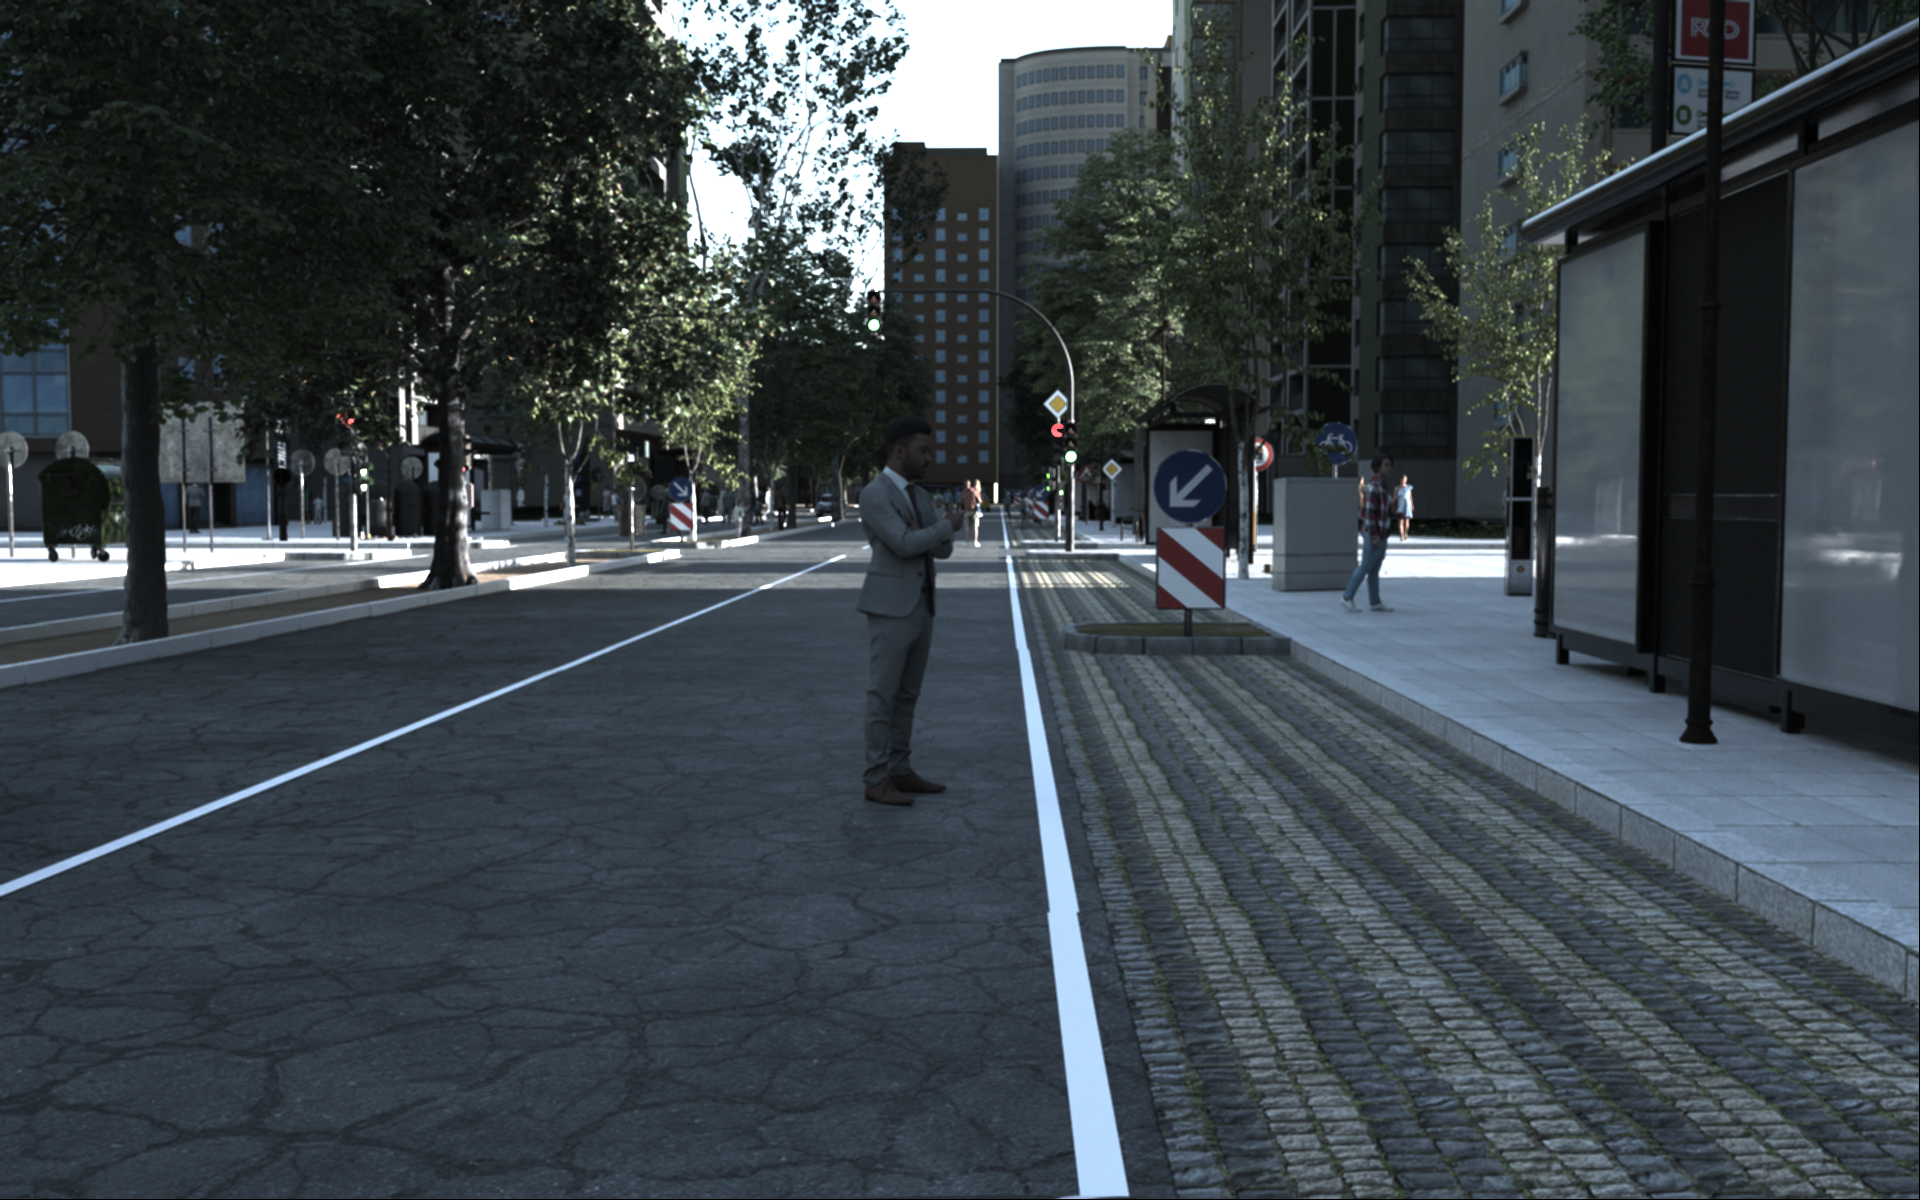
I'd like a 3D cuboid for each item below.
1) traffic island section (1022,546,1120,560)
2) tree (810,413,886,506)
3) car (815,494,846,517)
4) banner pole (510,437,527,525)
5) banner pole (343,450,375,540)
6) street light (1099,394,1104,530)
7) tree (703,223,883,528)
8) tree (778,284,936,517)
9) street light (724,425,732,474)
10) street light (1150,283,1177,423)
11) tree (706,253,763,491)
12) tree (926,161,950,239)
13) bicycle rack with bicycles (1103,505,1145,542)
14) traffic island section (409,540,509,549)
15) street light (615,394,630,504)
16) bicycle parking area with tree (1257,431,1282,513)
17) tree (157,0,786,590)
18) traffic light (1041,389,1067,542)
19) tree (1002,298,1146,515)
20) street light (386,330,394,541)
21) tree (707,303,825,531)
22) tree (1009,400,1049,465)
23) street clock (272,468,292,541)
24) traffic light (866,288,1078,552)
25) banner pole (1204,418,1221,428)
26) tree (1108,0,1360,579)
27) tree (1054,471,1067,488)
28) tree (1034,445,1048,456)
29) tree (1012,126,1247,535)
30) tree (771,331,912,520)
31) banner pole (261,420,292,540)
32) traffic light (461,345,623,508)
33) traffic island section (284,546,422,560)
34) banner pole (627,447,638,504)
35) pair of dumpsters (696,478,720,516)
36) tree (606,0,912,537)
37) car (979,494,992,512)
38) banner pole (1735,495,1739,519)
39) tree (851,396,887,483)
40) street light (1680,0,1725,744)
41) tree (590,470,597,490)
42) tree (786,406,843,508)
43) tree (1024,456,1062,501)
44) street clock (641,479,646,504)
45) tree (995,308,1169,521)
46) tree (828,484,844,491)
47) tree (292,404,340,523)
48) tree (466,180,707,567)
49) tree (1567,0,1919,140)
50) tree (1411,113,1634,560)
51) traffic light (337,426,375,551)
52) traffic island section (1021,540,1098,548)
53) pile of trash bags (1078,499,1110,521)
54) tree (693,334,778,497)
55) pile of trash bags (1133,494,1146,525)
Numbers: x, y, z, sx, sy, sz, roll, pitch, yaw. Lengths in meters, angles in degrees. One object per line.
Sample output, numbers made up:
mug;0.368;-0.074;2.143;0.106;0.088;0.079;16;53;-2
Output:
traffic island section;2.464;-1.002;38.670;2.009;0.180;2.903;0;4;1
tree;-12.590;-16.661;189.417;9.611;12.733;9.660;0;3;0
car;-8.279;-6.078;111.384;2.014;1.417;4.499;0;4;-1
banner pole;-18.250;-4.970;71.284;0.863;3.779;0.401;0;4;5
banner pole;-16.792;-3.564;48.292;0.863;3.779;0.401;-2;4;-31
street light;4.993;-5.393;60.958;0.468;5.910;1.993;0;4;1
tree;-7.147;-9.289;72.460;7.486;12.596;7.792;0;3;0
tree;-5.838;-12.014;105.539;9.857;13.997;8.962;0;3;0
street light;-14.177;-8.151;106.052;0.468;5.910;1.993;0;4;1
street light;4.471;-3.997;38.146;0.468;5.910;1.993;0;4;1
tree;-7.395;-5.808;47.775;4.737;8.622;4.395;0;3;0
tree;-7.202;-13.783;83.697;12.611;20.169;13.585;0;3;0
bicycle rack with bicycles;5.551;-2.059;47.046;2.852;0.926;2.925;0;4;-7
traffic island section;-13.493;-1.513;47.021;2.009;0.180;2.903;0;4;1
street light;-14.862;-6.355;76.692;0.468;5.910;1.993;0;4;1
bicycle parking area with tree;14.543;-5.804;81.902;9.016;4.147;8.231;1;4;18
tree;-7.666;-6.509;25.895;9.611;12.733;9.660;0;3;0
traffic light;2.605;-3.524;46.540;0.839;4.253;0.868;0;4;1
tree;6.991;-12.173;105.682;9.857;13.997;8.962;0;3;0
street light;-15.621;-4.559;47.334;0.468;5.910;1.993;0;4;1
tree;-7.214;-6.931;66.145;4.360;8.622;3.978;0;3;0
tree;8.112;-14.079;155.948;9.928;11.665;9.643;0;3;0
street clock;-18.534;-2.619;47.388;0.471;2.002;0.358;-2;4;-26
traffic light;0.331;-3.902;38.463;4.771;5.953;1.251;0;4;1
banner pole;7.157;-3.596;48.805;0.863;3.779;0.401;-3;4;-37
tree;4.261;-4.610;25.736;4.737;8.622;4.395;0;3;0
tree;7.476;-7.973;124.960;1.663;3.219;1.824;0;3;0
tree;6.034;-7.124;66.835;4.737;8.622;4.395;0;3;0
tree;5.231;-8.331;54.338;7.486;12.596;7.792;0;3;0
tree;-6.429;-9.620;94.161;8.767;10.594;7.601;0;4;1
banner pole;-19.184;-3.583;48.601;0.863;3.779;0.401;-1;4;-19
traffic light;-11.360;-4.416;46.874;4.771;5.953;1.251;0;4;1
traffic island section;-13.673;-1.025;39.038;2.009;0.180;2.903;0;4;1
banner pole;-17.414;-6.265;92.456;0.401;3.779;0.863;3;5;44
pair of dumpsters;-15.246;-6.098;102.199;1.574;2.255;4.437;0;4;1
tree;-8.285;-12.165;57.246;12.611;20.169;13.585;0;3;0
car;1.586;-8.072;142.198;2.015;1.641;3.980;0;4;3
banner pole;20.857;-3.460;46.594;0.401;3.779;0.863;0;4;7
tree;-5.859;-9.885;114.431;4.737;8.622;4.395;0;3;0
street light;3.822;-2.202;8.786;0.468;5.910;1.993;0;4;1
tree;-26.284;-7.721;120.832;1.663;3.219;1.824;0;3;0
tree;-13.890;-14.657;165.403;9.928;11.665;9.643;0;3;0
tree;6.570;-9.135;133.063;4.285;4.588;4.351;0;3;0
street clock;-15.268;-4.809;83.197;0.358;2.002;0.471;-2;4;-31
tree;5.914;-9.005;81.636;8.767;10.594;7.601;0;4;1
tree;-13.118;-11.386;180.768;1.663;3.219;1.824;0;3;0
tree;-28.722;-7.779;77.553;4.360;8.622;3.978;0;3;0
tree;-7.544;-4.921;33.279;4.737;8.622;4.395;0;3;0
tree;11.499;-5.876;21.834;9.928;11.665;9.643;0;3;0
tree;11.073;-5.100;33.752;4.737;8.622;4.395;0;3;0
traffic light;-13.633;-3.057;38.903;0.839;4.253;0.868;0;4;1
traffic island section;2.644;-1.491;46.653;2.009;0.180;2.903;0;4;1
pile of trash bags;7.223;-4.549;84.136;1.912;1.369;3.447;-2;4;-28
tree;-14.506;-13.156;121.748;9.857;13.997;8.962;0;3;0
pile of trash bags;7.669;-3.529;67.444;1.912;1.369;3.447;0;4;-7
